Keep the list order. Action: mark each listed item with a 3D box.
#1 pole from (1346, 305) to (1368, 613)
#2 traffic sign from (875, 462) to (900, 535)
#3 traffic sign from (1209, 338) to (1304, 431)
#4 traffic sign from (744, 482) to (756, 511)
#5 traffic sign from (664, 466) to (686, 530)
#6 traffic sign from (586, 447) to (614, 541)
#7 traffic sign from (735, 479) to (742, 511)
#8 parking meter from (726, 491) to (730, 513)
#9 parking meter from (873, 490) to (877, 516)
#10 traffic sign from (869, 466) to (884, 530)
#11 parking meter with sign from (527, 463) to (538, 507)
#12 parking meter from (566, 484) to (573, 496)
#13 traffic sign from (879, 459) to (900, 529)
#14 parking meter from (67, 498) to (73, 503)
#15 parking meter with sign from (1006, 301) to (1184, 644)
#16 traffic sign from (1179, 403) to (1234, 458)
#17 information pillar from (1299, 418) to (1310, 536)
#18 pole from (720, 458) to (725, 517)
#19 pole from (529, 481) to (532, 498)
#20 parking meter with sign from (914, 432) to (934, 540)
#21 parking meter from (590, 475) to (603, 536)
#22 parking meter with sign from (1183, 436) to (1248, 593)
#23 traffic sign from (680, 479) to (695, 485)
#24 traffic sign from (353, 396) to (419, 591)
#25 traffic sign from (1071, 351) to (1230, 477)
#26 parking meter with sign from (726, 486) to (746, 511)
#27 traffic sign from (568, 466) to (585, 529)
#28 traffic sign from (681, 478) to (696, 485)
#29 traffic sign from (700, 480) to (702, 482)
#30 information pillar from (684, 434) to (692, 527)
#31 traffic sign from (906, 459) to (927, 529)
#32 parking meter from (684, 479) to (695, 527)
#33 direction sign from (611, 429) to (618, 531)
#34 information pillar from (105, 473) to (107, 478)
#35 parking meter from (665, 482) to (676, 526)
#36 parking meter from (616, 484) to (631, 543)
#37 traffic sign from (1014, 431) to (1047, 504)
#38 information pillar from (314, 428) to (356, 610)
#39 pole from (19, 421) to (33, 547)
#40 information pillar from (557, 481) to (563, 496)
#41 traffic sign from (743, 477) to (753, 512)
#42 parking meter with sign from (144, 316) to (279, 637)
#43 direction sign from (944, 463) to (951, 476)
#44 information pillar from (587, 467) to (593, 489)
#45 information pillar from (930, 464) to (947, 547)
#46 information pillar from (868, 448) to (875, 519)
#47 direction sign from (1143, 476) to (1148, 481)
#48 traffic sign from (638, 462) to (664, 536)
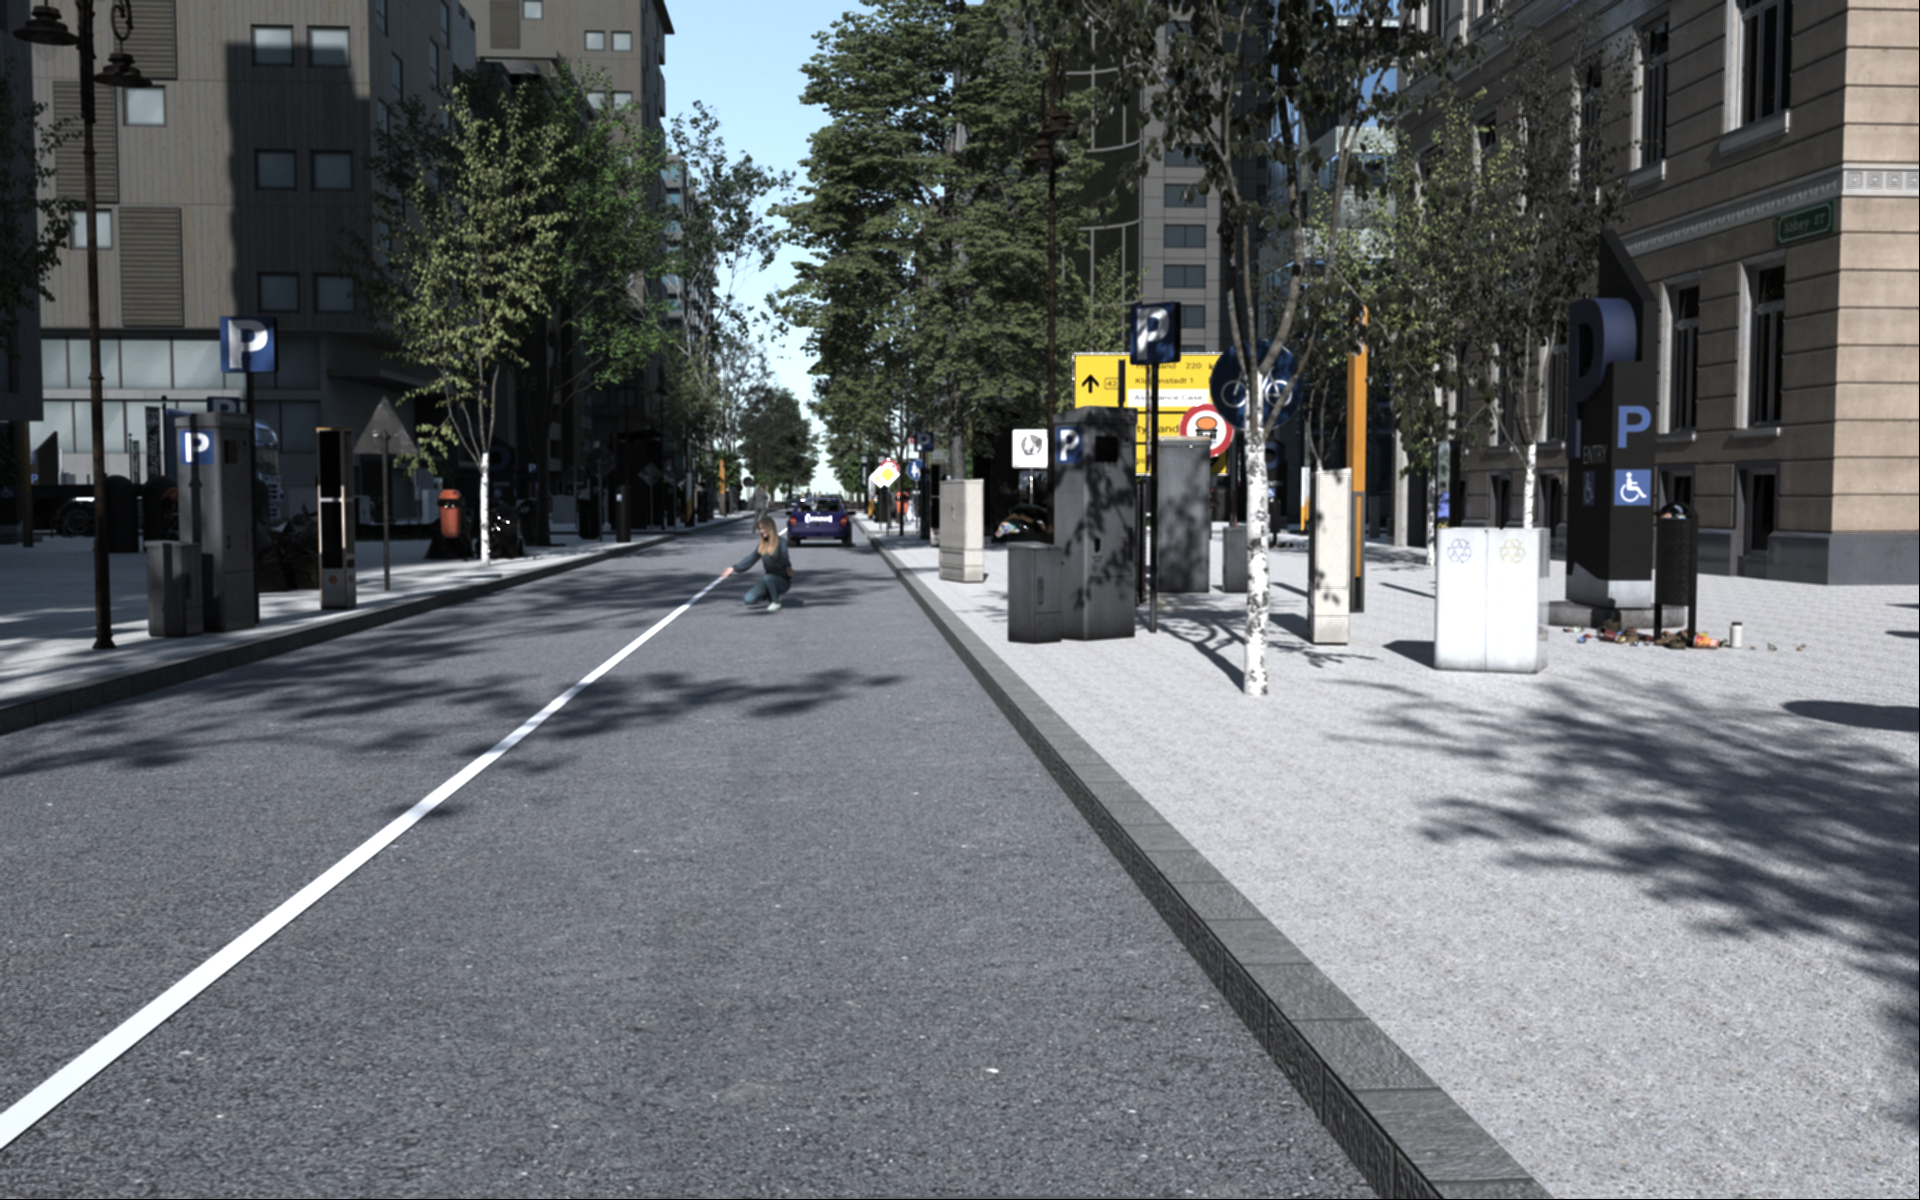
[{"bbox_3d":[4.275,-1.520,18.699,0.158,3.312,0.155,0,3,0],"label":"pole"},{"bbox_3d":[-2.246,-3.059,53.661,0.795,2.450,0.064,0,4,-4],"label":"traffic sign"},{"bbox_3d":[2.432,-0.867,14.287,0.768,2.556,0.104,0,4,2],"label":"traffic sign"},{"bbox_3d":[-15.709,-7.932,129.696,0.884,2.594,0.081,0,4,2],"label":"traffic sign"},{"bbox_3d":[-10.058,-3.515,61.115,0.795,2.450,0.064,0,4,-4],"label":"traffic sign"},{"bbox_3d":[-9.802,-2.879,47.184,0.768,2.556,0.104,0,4,2],"label":"traffic sign"},{"bbox_3d":[-16.916,-8.023,131.287,0.768,2.556,0.104,0,4,-2],"label":"traffic sign"},{"bbox_3d":[-15.825,-6.669,117.456,0.372,1.533,0.369,0,3,0],"label":"parking meter"},{"bbox_3d":[-4.945,-5.753,102.478,0.372,1.533,0.369,0,3,0],"label":"parking meter"},{"bbox_3d":[-2.832,-3.546,61.625,0.795,2.450,0.064,0,4,-4],"label":"traffic sign"},{"bbox_3d":[-23.813,-6.183,97.351,0.543,3.016,1.738,-2,4,-29],"label":"parking meter with sign"},{"bbox_3d":[-22.179,-5.669,98.405,0.399,1.863,0.255,-1,4,-18],"label":"parking meter"},{"bbox_3d":[-2.579,-3.853,63.104,0.768,2.556,0.104,0,4,-1],"label":"traffic sign"},{"bbox_3d":[-31.465,-3.217,61.014,0.372,1.533,0.369,0,3,0],"label":"parking meter"},{"bbox_3d":[1.176,-1.169,15.377,1.738,3.016,0.543,-3,5,-42],"label":"parking meter with sign"},{"bbox_3d":[3.440,-1.478,24.276,0.768,2.556,0.104,0,4,1],"label":"traffic sign"},{"bbox_3d":[10.658,-3.795,53.404,0.183,3.616,0.504,2,4,34],"label":"information pillar"},{"bbox_3d":[-13.943,-6.574,101.324,0.158,3.312,0.155,0,3,0],"label":"pole"},{"bbox_3d":[-27.478,-7.158,110.880,0.158,3.312,0.155,0,3,0],"label":"pole"},{"bbox_3d":[-0.852,-3.260,49.566,0.543,3.016,1.738,1,4,11],"label":"parking meter with sign"},{"bbox_3d":[-11.098,-2.888,52.927,0.399,1.863,0.255,-1,4,-14],"label":"parking meter"},{"bbox_3d":[2.916,-1.605,22.505,1.738,3.016,0.543,0,4,3],"label":"parking meter with sign"},{"bbox_3d":[-15.206,-5.900,96.463,0.884,2.594,0.081,0,4,-1],"label":"traffic sign"},{"bbox_3d":[-7.608,-1.402,22.934,0.884,2.594,0.081,0,4,-1],"label":"traffic sign"},{"bbox_3d":[2.727,-1.893,24.830,2.265,3.308,0.079,0,4,2],"label":"traffic sign"},{"bbox_3d":[-17.344,-8.396,133.538,1.738,3.016,0.543,-3,5,-41],"label":"parking meter with sign"},{"bbox_3d":[-13.886,-3.704,62.697,0.606,2.300,0.079,0,4,-4],"label":"traffic sign"},{"bbox_3d":[-15.947,-6.229,101.840,0.884,2.594,0.081,0,4,2],"label":"traffic sign"},{"bbox_3d":[-16.813,-6.991,114.407,0.768,2.556,0.104,0,4,2],"label":"traffic sign"},{"bbox_3d":[-10.582,-4.659,67.523,0.183,3.616,0.504,1,4,13],"label":"information pillar"},{"bbox_3d":[-1.586,-3.895,63.793,0.768,2.556,0.104,0,4,1],"label":"traffic sign"},{"bbox_3d":[-10.674,-3.825,68.247,0.399,1.863,0.255,0,4,1],"label":"parking meter"},{"bbox_3d":[-12.044,-4.192,60.542,0.379,3.537,0.876,-1,4,-20],"label":"direction sign"},{"bbox_3d":[-29.983,-3.427,60.524,0.304,2.012,0.304,-3,5,-43],"label":"information pillar"},{"bbox_3d":[-11.583,-3.890,69.308,0.399,1.863,0.255,0,4,-8],"label":"parking meter"},{"bbox_3d":[-8.920,-2.291,45.866,0.372,1.533,0.369,0,3,0],"label":"parking meter"},{"bbox_3d":[1.137,-1.558,27.604,0.606,2.300,0.079,0,4,0],"label":"traffic sign"},{"bbox_3d":[-6.946,-0.906,19.297,0.304,2.012,0.304,0,4,1],"label":"information pillar"},{"bbox_3d":[-22.490,-2.928,41.709,0.158,3.312,0.155,0,3,0],"label":"pole"},{"bbox_3d":[-22.328,-5.646,96.806,0.304,2.012,0.304,-1,4,-16],"label":"information pillar"},{"bbox_3d":[-15.521,-7.746,126.745,0.768,2.556,0.104,0,4,5],"label":"traffic sign"},{"bbox_3d":[-7.026,-1.223,16.260,0.543,3.016,1.738,0,4,3],"label":"parking meter with sign"},{"bbox_3d":[-0.744,-8.170,125.571,0.876,3.537,0.379,1,4,14],"label":"direction sign"},{"bbox_3d":[-20.222,-6.319,94.665,0.504,3.616,0.183,3,5,45],"label":"information pillar"},{"bbox_3d":[-0.520,-2.287,41.892,0.304,2.012,0.304,2,4,31],"label":"information pillar"},{"bbox_3d":[-4.479,-5.900,87.821,0.183,3.616,0.504,2,4,29],"label":"information pillar"},{"bbox_3d":[11.392,-7.135,108.661,0.876,3.537,0.379,0,4,-8],"label":"direction sign"},{"bbox_3d":[-9.472,-3.028,53.151,0.795,2.450,0.064,0,4,-4],"label":"traffic sign"}]
